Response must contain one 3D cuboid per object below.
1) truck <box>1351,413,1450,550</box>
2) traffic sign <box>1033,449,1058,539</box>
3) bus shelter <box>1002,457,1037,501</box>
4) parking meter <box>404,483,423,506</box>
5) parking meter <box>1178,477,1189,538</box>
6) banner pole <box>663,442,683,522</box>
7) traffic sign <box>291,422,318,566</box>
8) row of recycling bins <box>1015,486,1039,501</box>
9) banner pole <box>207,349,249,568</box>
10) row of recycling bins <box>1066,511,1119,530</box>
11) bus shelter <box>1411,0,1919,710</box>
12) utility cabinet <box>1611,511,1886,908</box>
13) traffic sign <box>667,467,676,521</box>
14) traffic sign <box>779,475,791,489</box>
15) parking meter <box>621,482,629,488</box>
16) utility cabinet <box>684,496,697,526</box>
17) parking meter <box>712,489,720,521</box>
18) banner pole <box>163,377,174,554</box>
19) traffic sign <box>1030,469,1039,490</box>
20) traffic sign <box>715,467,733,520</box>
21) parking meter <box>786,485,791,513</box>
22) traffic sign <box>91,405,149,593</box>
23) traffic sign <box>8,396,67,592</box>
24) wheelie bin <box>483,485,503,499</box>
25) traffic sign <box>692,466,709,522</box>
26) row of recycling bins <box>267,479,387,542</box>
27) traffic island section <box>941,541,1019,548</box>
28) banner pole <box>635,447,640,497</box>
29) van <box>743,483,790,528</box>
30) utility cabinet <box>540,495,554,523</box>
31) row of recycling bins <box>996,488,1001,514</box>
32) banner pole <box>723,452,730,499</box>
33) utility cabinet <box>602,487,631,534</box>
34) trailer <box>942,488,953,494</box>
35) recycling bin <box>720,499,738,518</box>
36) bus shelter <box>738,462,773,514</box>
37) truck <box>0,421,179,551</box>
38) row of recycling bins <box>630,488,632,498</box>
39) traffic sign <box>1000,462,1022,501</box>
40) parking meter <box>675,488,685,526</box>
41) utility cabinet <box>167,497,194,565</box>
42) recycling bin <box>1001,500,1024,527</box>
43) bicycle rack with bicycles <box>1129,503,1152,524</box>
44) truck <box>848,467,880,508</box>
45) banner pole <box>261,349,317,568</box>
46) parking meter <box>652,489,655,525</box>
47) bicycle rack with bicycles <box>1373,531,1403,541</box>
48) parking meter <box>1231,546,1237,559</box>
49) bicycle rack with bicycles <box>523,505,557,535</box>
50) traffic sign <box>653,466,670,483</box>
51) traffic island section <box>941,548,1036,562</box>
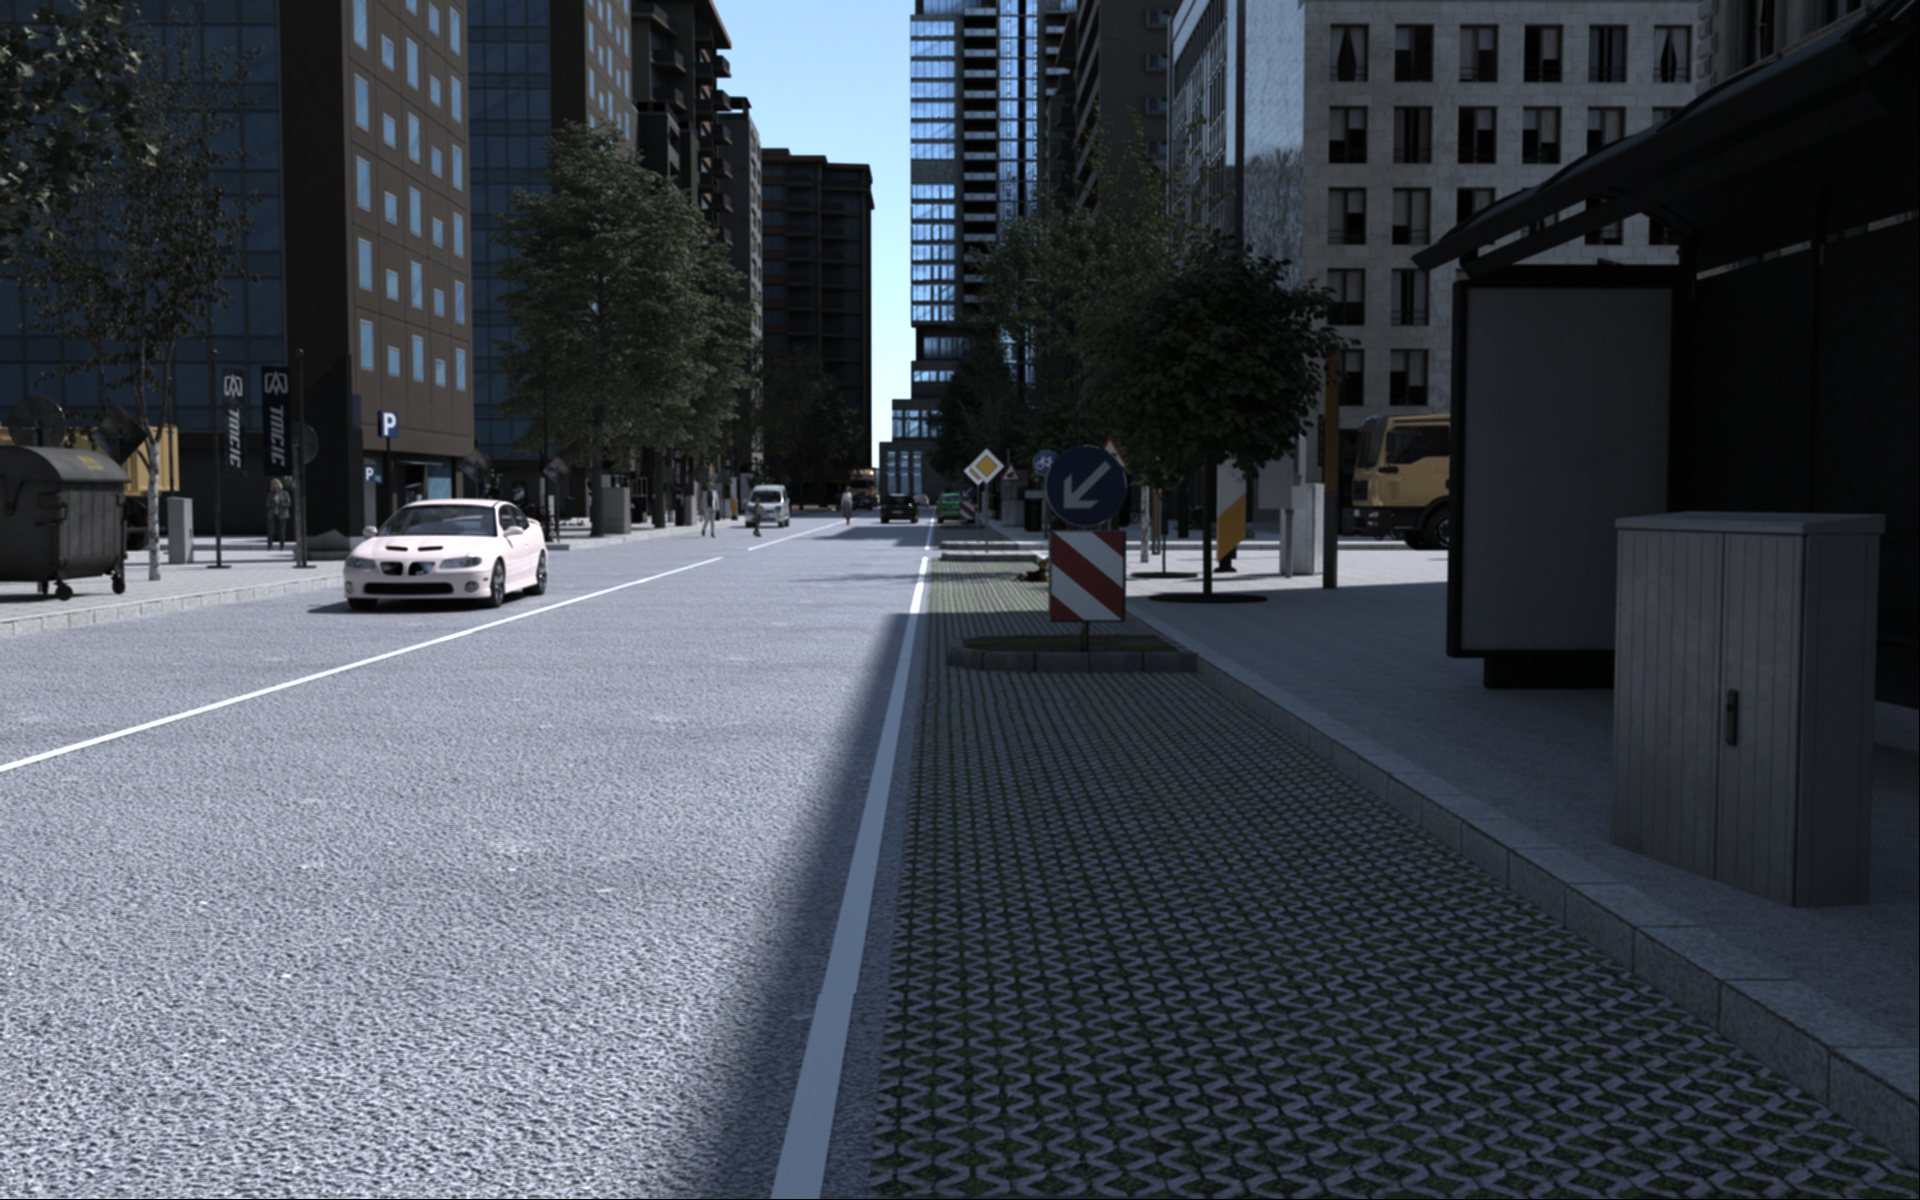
[{"bbox_3d":[13.747,-2.831,42.214,9.791,3.379,3.469,0,3,0],"label":"truck"},{"bbox_3d":[2.460,-3.016,49.422,0.768,2.556,0.104,0,4,3],"label":"traffic sign"},{"bbox_3d":[3.149,-5.963,91.415,2.014,3.302,5.546,0,4,-1],"label":"bus shelter"},{"bbox_3d":[-11.943,-1.804,37.898,0.372,1.533,0.369,0,3,0],"label":"parking meter"},{"bbox_3d":[6.530,-2.746,50.603,0.255,1.863,0.399,1,4,19],"label":"parking meter"},{"bbox_3d":[-13.529,-5.649,82.371,0.863,3.779,0.401,2,4,28],"label":"banner pole"},{"bbox_3d":[-11.745,-1.871,30.699,0.768,2.556,0.104,0,4,5],"label":"traffic sign"},{"bbox_3d":[4.476,-4.845,86.325,3.534,1.692,1.069,0,4,-7],"label":"row of recycling bins"},{"bbox_3d":[-12.810,-2.464,30.296,0.401,3.779,0.863,2,4,29],"label":"banner pole"},{"bbox_3d":[3.574,-2.439,46.992,1.069,1.692,3.534,1,4,17],"label":"row of recycling bins"},{"bbox_3d":[4.045,-0.913,8.858,2.014,3.302,5.546,0,4,-1],"label":"bus shelter"},{"bbox_3d":[2.610,0.325,5.851,0.306,1.237,1.020,-1,4,-11],"label":"utility cabinet"},{"bbox_3d":[-13.506,-4.897,80.173,0.768,2.556,0.104,0,4,5],"label":"traffic sign"},{"bbox_3d":[-11.563,-6.994,114.465,0.768,2.556,0.104,0,4,1],"label":"traffic sign"},{"bbox_3d":[-16.161,-4.751,83.393,0.399,1.863,0.255,0,4,-4],"label":"parking meter"},{"bbox_3d":[-10.927,-3.615,70.262,0.306,1.237,1.020,0,4,4],"label":"utility cabinet"},{"bbox_3d":[-11.821,-4.618,83.918,0.372,1.533,0.369,0,3,0],"label":"parking meter"},{"bbox_3d":[-16.810,-2.869,36.921,0.401,3.779,0.863,-2,4,-25],"label":"banner pole"},{"bbox_3d":[3.816,-5.207,85.239,0.768,2.556,0.104,0,4,7],"label":"traffic sign"},{"bbox_3d":[-11.507,-5.157,84.315,0.884,2.594,0.081,0,4,2],"label":"traffic sign"},{"bbox_3d":[-11.411,-6.681,114.945,0.255,1.863,0.399,3,5,44],"label":"parking meter"},{"bbox_3d":[-10.907,-1.303,22.496,0.795,2.450,0.064,0,4,7],"label":"traffic sign"},{"bbox_3d":[-12.005,-1.372,22.545,0.768,2.556,0.104,0,4,2],"label":"traffic sign"},{"bbox_3d":[-16.428,-3.245,60.962,0.693,1.594,0.980,-1,4,-20],"label":"wheelie bin"},{"bbox_3d":[-11.722,-4.783,78.307,0.768,2.556,0.104,0,4,1],"label":"traffic sign"},{"bbox_3d":[-17.433,-2.482,47.691,1.069,1.692,3.534,2,4,34],"label":"row of recycling bins"},{"bbox_3d":[0.500,-1.435,45.737,2.009,0.180,2.903,0,4,-1],"label":"traffic island section"},{"bbox_3d":[-15.085,-5.566,81.022,0.401,3.779,0.863,-2,4,-29],"label":"banner pole"},{"bbox_3d":[-8.340,-4.165,75.108,2.013,2.044,4.112,0,4,-1],"label":"van"},{"bbox_3d":[-18.213,-3.991,76.412,0.306,1.237,1.020,0,4,6],"label":"utility cabinet"},{"bbox_3d":[2.922,-6.427,112.195,1.069,1.692,3.534,2,4,28],"label":"row of recycling bins"},{"bbox_3d":[-14.075,-6.996,104.407,0.401,3.779,0.863,2,4,35],"label":"banner pole"},{"bbox_3d":[-10.971,-2.831,54.961,1.173,1.500,0.318,2,4,34],"label":"utility cabinet"},{"bbox_3d":[-1.168,-9.651,164.835,1.471,1.999,3.904,0,4,-2],"label":"trailer"},{"bbox_3d":[-12.209,-4.828,91.497,0.722,1.027,0.722,-3,4,-37],"label":"recycling bin"},{"bbox_3d":[-13.400,-7.266,112.723,2.014,3.302,5.546,0,4,-1],"label":"bus shelter"},{"bbox_3d":[-24.002,-2.770,41.217,9.791,3.379,3.469,0,4,-1],"label":"truck"},{"bbox_3d":[-22.511,-6.438,112.375,3.534,1.692,1.069,-3,4,-37],"label":"row of recycling bins"},{"bbox_3d":[2.058,-4.286,70.075,0.884,2.594,0.081,0,4,1],"label":"traffic sign"},{"bbox_3d":[-11.229,-3.728,69.371,0.372,1.533,0.369,0,3,0],"label":"parking meter"},{"bbox_3d":[-14.400,-1.276,32.017,0.306,1.237,1.020,-1,4,-16],"label":"utility cabinet"},{"bbox_3d":[2.106,-3.381,67.834,0.722,1.027,0.722,3,5,44],"label":"recycling bin"},{"bbox_3d":[6.601,-3.698,73.844,2.852,0.926,2.925,-2,4,-34],"label":"bicycle rack with bicycles"},{"bbox_3d":[-10.108,-11.946,184.226,2.839,4.237,11.283,0,4,1],"label":"truck"},{"bbox_3d":[-11.603,-2.439,29.897,0.863,3.779,0.401,-2,4,-28],"label":"banner pole"},{"bbox_3d":[-12.808,-3.950,73.000,0.372,1.533,0.369,0,3,0],"label":"parking meter"},{"bbox_3d":[12.707,-2.117,47.996,2.925,0.926,2.852,-1,4,-21],"label":"bicycle rack with bicycles"},{"bbox_3d":[5.291,-1.582,34.276,0.372,1.533,0.369,0,3,0],"label":"parking meter"},{"bbox_3d":[-13.568,-2.465,53.680,2.852,0.926,2.925,2,4,29],"label":"bicycle rack with bicycles"},{"bbox_3d":[-13.265,-4.707,77.062,0.768,2.556,0.104,0,4,4],"label":"traffic sign"},{"bbox_3d":[0.602,-0.946,37.752,2.009,0.180,2.903,0,4,-1],"label":"traffic island section"}]
